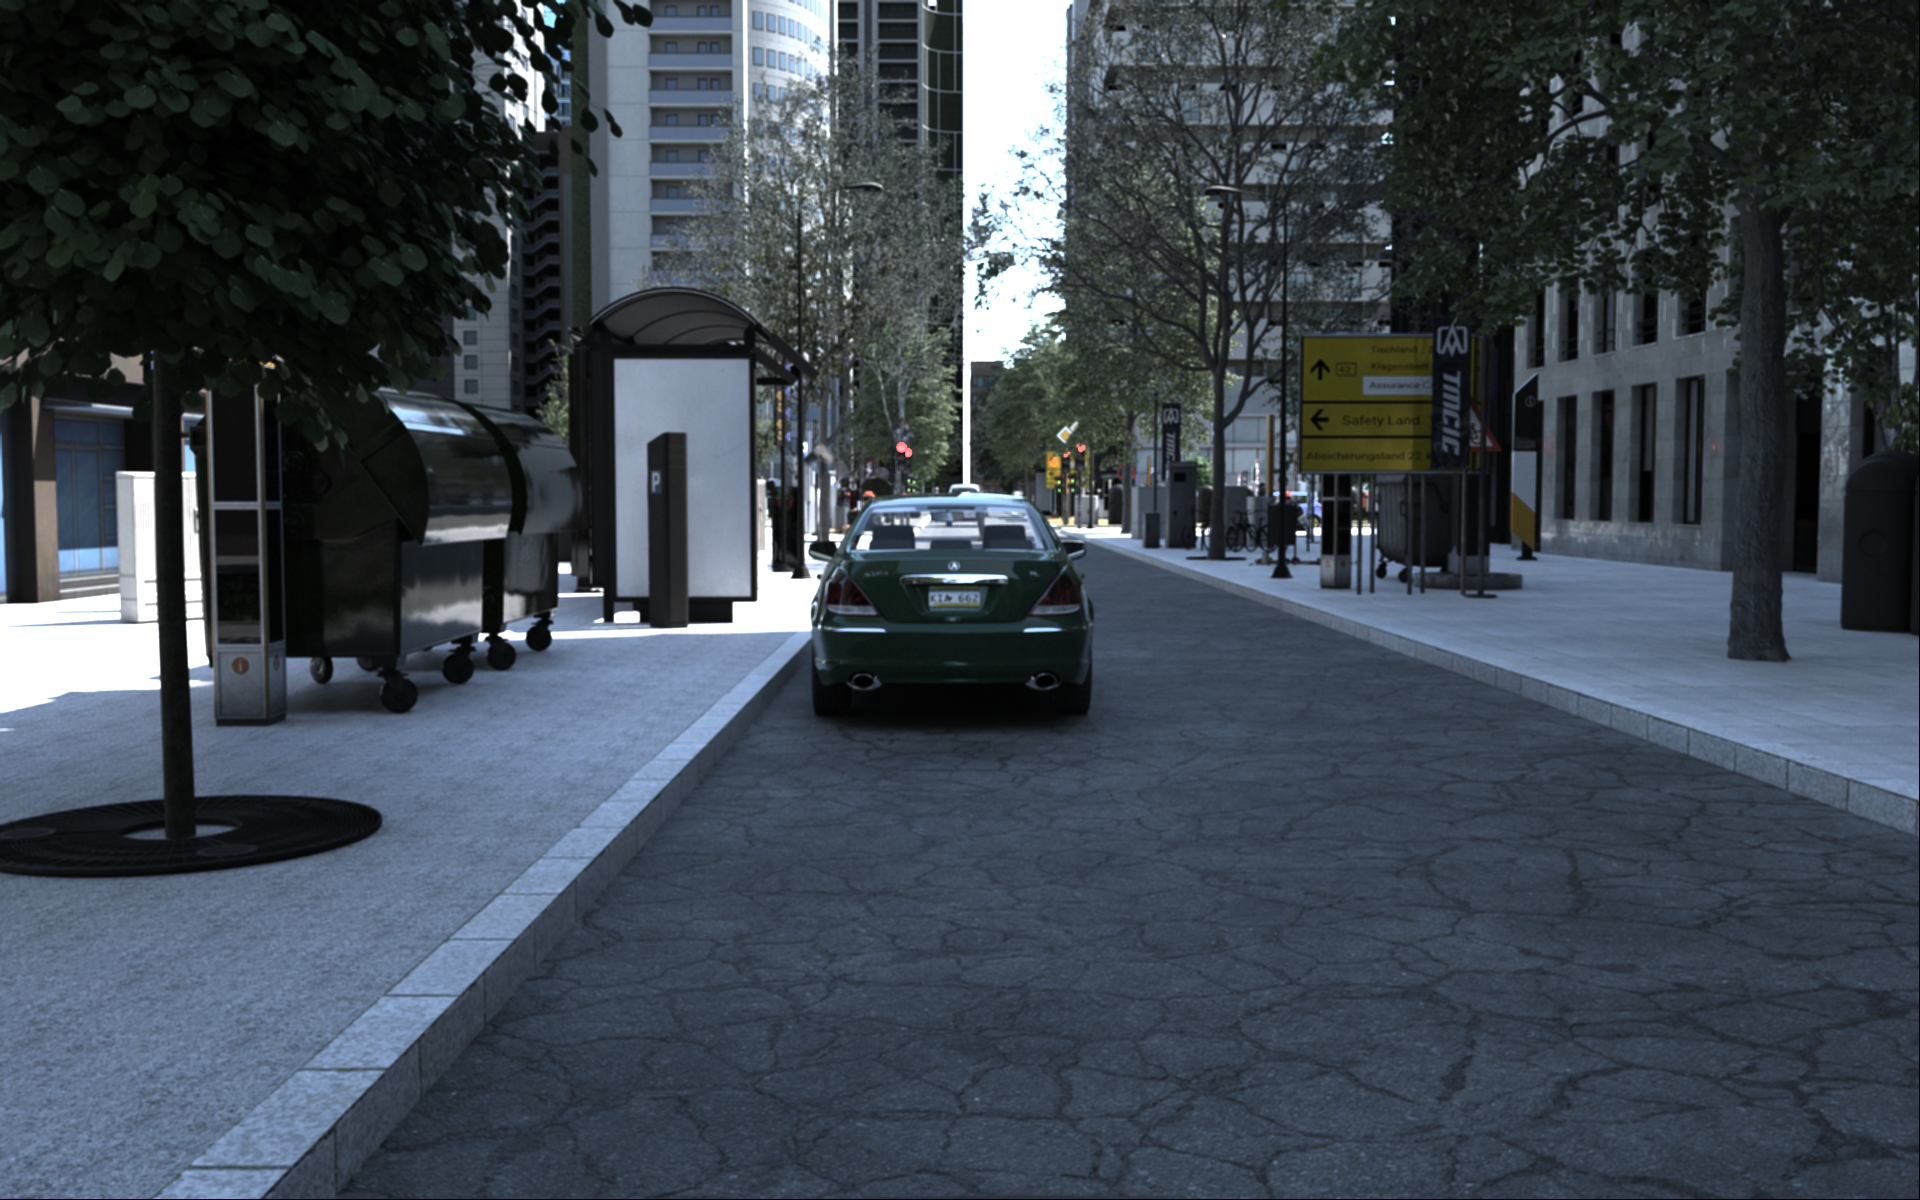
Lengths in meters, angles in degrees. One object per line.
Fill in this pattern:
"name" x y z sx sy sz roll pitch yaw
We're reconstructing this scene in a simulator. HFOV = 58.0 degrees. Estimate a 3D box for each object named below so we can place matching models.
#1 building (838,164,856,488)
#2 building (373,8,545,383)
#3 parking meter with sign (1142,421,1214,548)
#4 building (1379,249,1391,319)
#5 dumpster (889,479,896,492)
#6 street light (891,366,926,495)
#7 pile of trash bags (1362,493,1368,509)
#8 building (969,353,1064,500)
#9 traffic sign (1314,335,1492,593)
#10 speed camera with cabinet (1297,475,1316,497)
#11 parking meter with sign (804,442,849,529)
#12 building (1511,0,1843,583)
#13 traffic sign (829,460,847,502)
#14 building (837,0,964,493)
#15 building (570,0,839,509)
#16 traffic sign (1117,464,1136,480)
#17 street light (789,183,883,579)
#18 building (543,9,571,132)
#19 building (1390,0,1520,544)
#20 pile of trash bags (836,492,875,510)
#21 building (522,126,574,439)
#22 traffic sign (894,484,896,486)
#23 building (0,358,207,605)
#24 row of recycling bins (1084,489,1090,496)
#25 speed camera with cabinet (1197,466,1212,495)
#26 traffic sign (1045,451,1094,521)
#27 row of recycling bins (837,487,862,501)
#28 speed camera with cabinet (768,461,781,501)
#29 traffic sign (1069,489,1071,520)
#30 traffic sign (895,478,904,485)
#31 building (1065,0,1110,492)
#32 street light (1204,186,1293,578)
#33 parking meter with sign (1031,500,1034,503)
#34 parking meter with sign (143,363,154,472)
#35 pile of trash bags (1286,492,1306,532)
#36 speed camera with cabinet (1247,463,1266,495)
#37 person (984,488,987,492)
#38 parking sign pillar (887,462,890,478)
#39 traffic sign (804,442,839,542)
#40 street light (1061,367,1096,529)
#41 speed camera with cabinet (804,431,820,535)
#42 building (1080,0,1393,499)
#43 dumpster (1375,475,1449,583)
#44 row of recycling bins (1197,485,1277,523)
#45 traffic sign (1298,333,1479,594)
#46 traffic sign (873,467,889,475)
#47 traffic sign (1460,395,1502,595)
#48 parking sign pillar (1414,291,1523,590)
"building" -24.153 -30.908 197.223 23.993 40.220 32.217 0 4 0
"building" -60.683 -46.772 202.971 20.611 71.187 20.563 0 4 0
"parking meter with sign" 5.230 -2.743 41.116 1.738 3.016 0.543 0 4 -6
"building" 49.331 -26.699 208.225 14.107 30.474 14.160 0 4 0
"dumpster" -4.800 -6.838 114.297 1.502 2.255 1.985 0 4 0
"street light" -1.917 -5.536 63.053 1.470 5.913 1.316 0 4 0
"pile of trash bags" 22.597 -5.722 103.302 3.447 1.369 1.912 0 4 5
"building" 15.902 -24.864 251.569 28.899 21.520 27.650 0 4 0
"traffic sign" 5.668 -1.741 22.343 2.265 3.308 0.079 0 4 3
"speed camera with cabinet" 25.925 -8.291 129.886 0.660 3.252 2.038 -1 4 -23
"parking meter with sign" -4.489 -3.735 57.330 1.738 3.016 0.543 2 4 26
"building" 17.786 -10.749 30.491 10.420 20.320 16.860 0 4 0
"traffic sign" -4.526 -3.862 63.251 0.768 2.556 0.104 0 4 5
"building" -9.730 -49.450 246.755 20.611 71.187 20.563 0 4 0
"building" -22.629 -37.767 159.492 21.231 58.520 28.212 0 4 0
"traffic sign" 6.858 -4.359 71.375 0.768 2.556 0.104 0 4 3
"street light" -1.857 -3.270 26.007 1.470 5.913 1.316 0 4 0
"building" -64.136 -57.137 246.859 31.000 86.520 22.319 0 4 0
"building" 19.901 -13.298 47.100 12.332 23.373 15.834 0 4 0
"pile of trash bags" -5.227 -5.398 98.010 3.447 1.369 1.912 2 4 31
"building" -43.289 -34.028 206.463 14.200 45.320 14.600 0 4 0
"traffic sign" -4.672 -8.044 131.631 0.768 2.556 0.104 0 4 3
"building" -17.495 -22.705 21.345 14.600 45.320 14.200 0 4 0
"row of recycling bins" 11.017 -7.793 134.529 3.534 1.692 1.069 2 4 30
"speed camera with cabinet" 17.256 -7.932 124.021 2.038 3.252 0.660 3 4 37
"traffic sign" 5.139 -5.339 81.166 2.265 3.308 0.079 0 4 2
"row of recycling bins" -6.993 -6.172 108.032 1.069 1.692 3.534 -3 4 -36
"speed camera with cabinet" -10.800 -6.698 103.854 0.660 3.252 2.038 -2 4 -32
"traffic sign" 5.529 -5.323 87.039 0.884 2.594 0.081 0 4 6
"traffic sign" -4.330 -7.554 123.609 0.768 2.556 0.104 0 4 6
"building" 22.623 -40.211 199.455 21.231 58.520 28.212 0 4 0
"street light" 4.379 -3.289 26.324 1.470 5.913 1.316 0 4 0
"parking meter with sign" 5.287 -7.276 115.230 0.543 3.016 1.738 -3 5 -44
"parking meter with sign" -8.078 -1.410 19.314 1.738 3.016 0.543 -1 4 -13
"pile of trash bags" 11.275 -3.114 60.660 1.912 1.369 3.447 1 4 15
"speed camera with cabinet" 18.955 -7.157 111.355 2.038 3.252 0.660 3 4 38
"person" 1.732 -6.307 111.811 0.583 1.804 0.606 0 4 7
"parking sign pillar" -5.990 -9.090 137.093 1.447 3.967 1.447 0 4 -7
"traffic sign" -3.092 -2.283 38.516 0.795 2.450 0.064 0 4 5
"street light" 4.261 -5.553 63.339 1.470 5.913 1.316 0 4 0
"speed camera with cabinet" -4.851 -3.718 55.121 0.660 3.252 2.038 0 4 5
"building" 27.127 -35.634 171.848 28.713 52.752 27.495 0 4 0
"dumpster" 6.923 -1.215 25.616 1.264 1.857 1.865 0 4 0
"row of recycling bins" 12.320 -4.275 77.005 3.534 1.692 1.069 1 4 15
"traffic sign" 5.425 -1.722 22.033 2.265 3.308 0.079 0 4 0
"traffic sign" -3.702 -4.969 81.354 0.768 2.556 0.104 0 4 6
"traffic sign" 6.380 -1.339 21.893 0.884 2.594 0.081 0 4 2
"parking sign pillar" 6.993 -2.157 23.738 1.447 3.967 1.447 1 4 10
